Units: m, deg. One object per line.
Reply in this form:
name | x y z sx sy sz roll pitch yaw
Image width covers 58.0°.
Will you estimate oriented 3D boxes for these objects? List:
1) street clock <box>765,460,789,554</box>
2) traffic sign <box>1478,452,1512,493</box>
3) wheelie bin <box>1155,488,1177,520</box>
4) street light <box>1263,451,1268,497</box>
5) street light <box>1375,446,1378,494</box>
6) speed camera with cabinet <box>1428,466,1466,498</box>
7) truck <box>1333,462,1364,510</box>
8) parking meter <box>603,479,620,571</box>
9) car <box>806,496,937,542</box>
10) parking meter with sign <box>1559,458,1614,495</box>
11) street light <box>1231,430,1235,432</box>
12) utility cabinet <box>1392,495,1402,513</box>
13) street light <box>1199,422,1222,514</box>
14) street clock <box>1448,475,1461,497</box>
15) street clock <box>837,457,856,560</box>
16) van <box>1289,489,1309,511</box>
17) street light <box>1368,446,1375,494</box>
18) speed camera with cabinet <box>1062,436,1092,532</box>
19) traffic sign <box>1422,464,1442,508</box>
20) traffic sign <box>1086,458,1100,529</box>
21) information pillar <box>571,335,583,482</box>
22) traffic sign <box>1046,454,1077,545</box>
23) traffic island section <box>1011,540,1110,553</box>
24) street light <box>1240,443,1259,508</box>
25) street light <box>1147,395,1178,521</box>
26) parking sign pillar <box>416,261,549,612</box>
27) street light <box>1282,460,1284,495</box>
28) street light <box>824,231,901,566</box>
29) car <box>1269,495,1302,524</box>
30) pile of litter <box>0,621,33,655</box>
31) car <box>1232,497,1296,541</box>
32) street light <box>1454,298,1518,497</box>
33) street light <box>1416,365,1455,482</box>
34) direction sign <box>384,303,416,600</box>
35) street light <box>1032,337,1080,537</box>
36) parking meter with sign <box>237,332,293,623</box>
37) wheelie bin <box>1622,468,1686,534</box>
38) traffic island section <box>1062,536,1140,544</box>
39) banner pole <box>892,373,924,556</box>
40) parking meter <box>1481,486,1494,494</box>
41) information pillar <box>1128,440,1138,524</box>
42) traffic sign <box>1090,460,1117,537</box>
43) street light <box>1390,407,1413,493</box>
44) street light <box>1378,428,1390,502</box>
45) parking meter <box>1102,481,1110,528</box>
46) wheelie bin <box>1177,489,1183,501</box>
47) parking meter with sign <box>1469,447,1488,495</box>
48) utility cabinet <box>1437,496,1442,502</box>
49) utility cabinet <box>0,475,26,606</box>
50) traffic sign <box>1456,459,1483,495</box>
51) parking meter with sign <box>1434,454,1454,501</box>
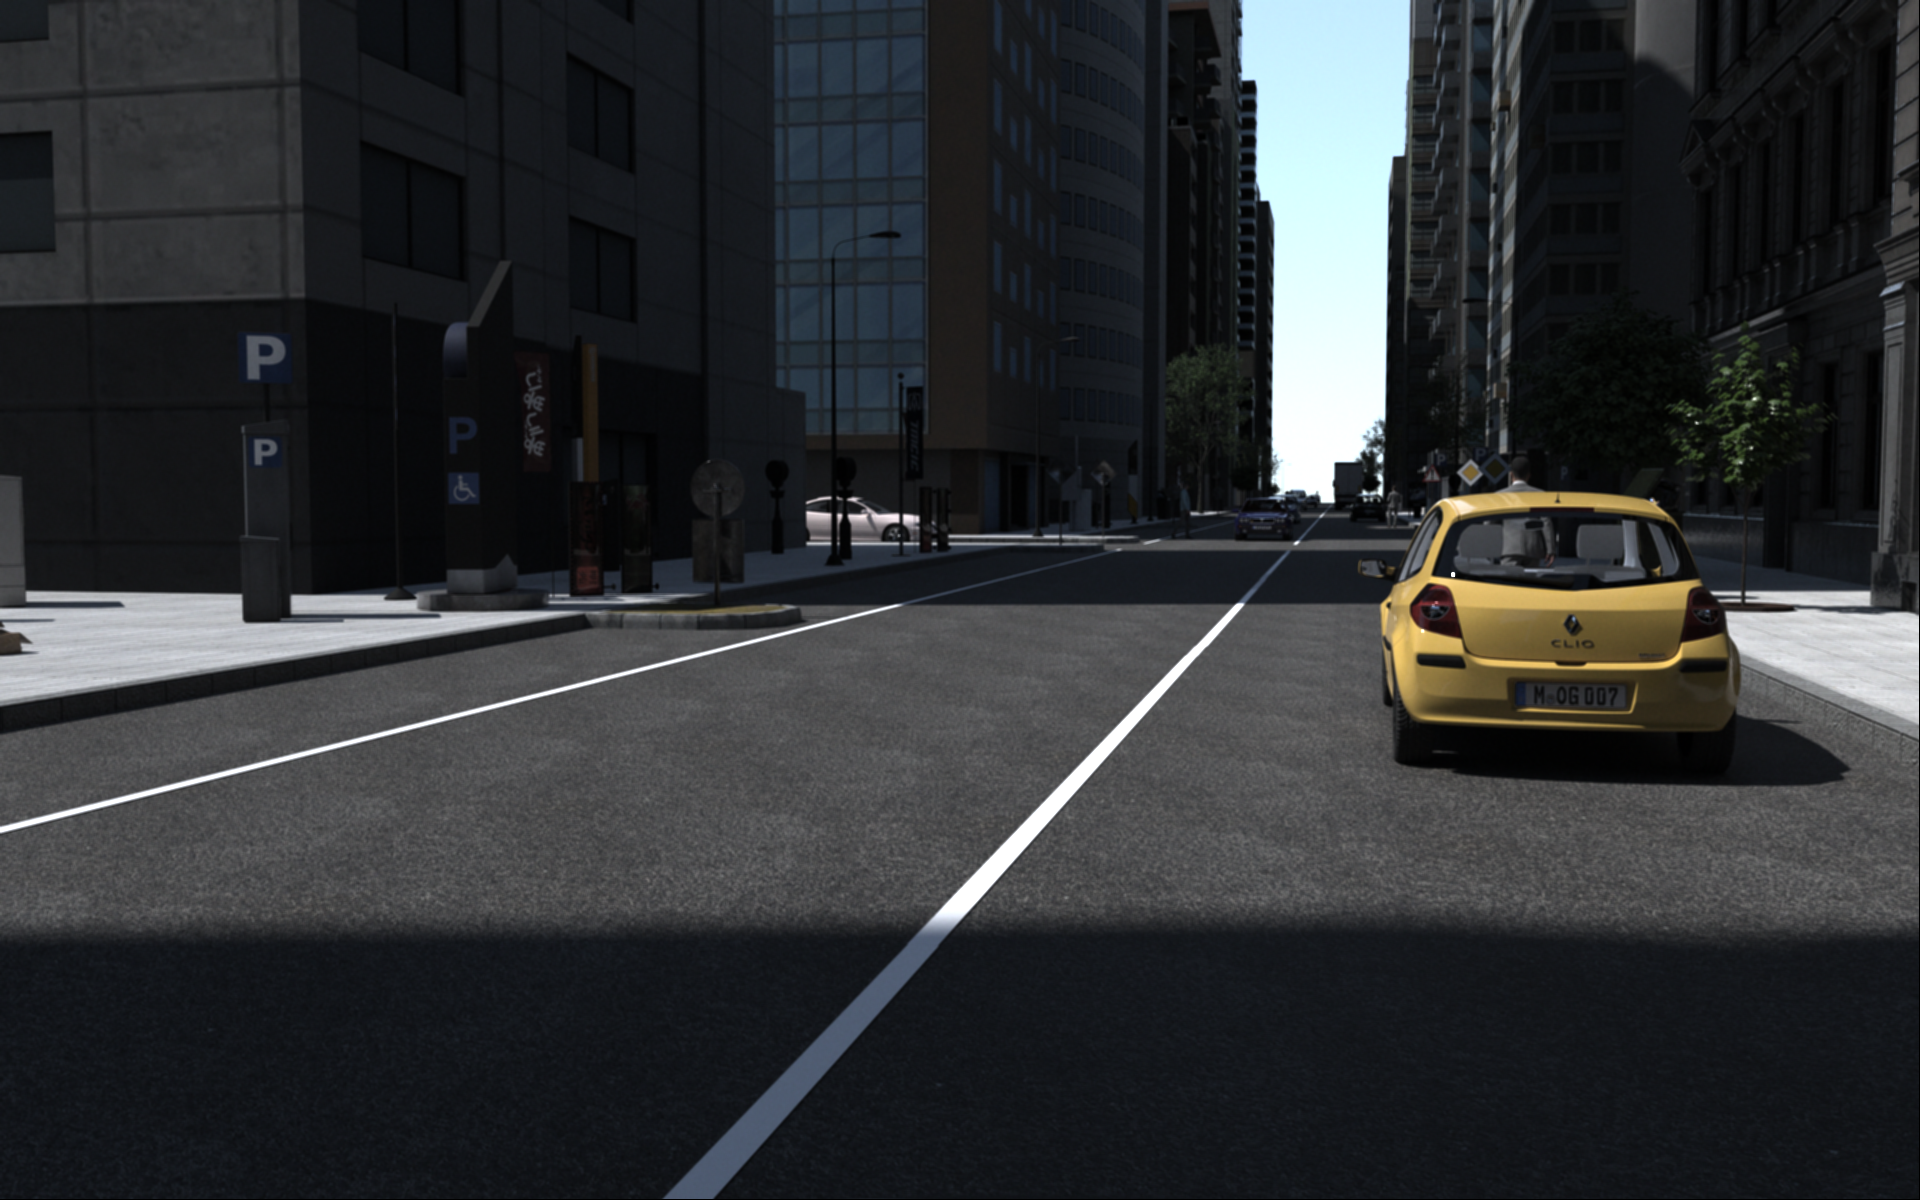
street clock | -3.917 -1.991 37.130 0.471 2.002 0.358 2 4 32
traffic sign | 12.730 -2.301 41.265 0.795 2.450 0.064 1 4 12
wheelie bin | 10.195 -4.822 86.744 0.693 1.594 0.980 2 4 32
street light | 32.543 -13.108 186.854 1.470 5.913 1.316 1 4 12
street light | 33.421 -9.974 135.623 1.470 5.913 1.316 1 4 12
speed camera with cabinet | 25.566 -5.908 90.933 0.660 3.252 2.038 -2 4 -34
truck | 35.209 -10.283 157.042 2.839 4.237 11.283 1 4 12
parking meter | -5.854 -1.249 28.837 0.372 1.533 0.369 0 3 0
car | -2.950 -2.155 47.600 4.827 1.381 2.083 1 4 12
parking meter with sign | 12.551 -2.381 35.186 1.738 3.016 0.543 -1 4 -12
street light | 19.280 -9.400 126.228 1.470 5.913 1.316 1 4 12
utility cabinet | 30.320 -6.664 120.124 0.306 1.237 1.020 3 4 38
street light | 16.134 -8.502 111.548 1.470 5.913 1.316 1 4 12
street clock | 18.433 -3.669 64.560 0.358 2.002 0.471 -2 4 -24
street clock | -2.256 -1.799 33.991 0.358 2.002 0.471 -3 4 -39
van | 29.552 -8.846 151.635 2.013 2.044 4.112 1 4 11
street light | 40.128 -11.834 166.027 1.470 5.913 1.316 1 4 12
speed camera with cabinet | 3.989 -3.982 59.445 0.660 3.252 2.038 1 4 19
traffic sign | 20.645 -4.631 75.724 0.884 2.594 0.081 1 4 18
traffic sign | 5.011 -3.867 63.233 0.884 2.594 0.081 1 4 13
information pillar | -5.683 -2.104 25.748 0.183 3.616 0.504 -1 4 -22
traffic sign | 2.535 -2.439 43.525 0.795 2.450 0.064 1 4 12
traffic island section | 2.510 -1.303 43.592 2.009 0.180 2.903 1 4 12
street light | 26.012 -11.248 156.452 1.470 5.913 1.316 1 4 12
street light | 9.529 -6.669 81.577 1.470 5.913 1.316 1 4 12
parking sign pillar | -5.388 -1.896 19.465 1.447 3.967 1.447 0 4 2
street light | 43.744 -16.203 237.463 1.470 5.913 1.316 1 4 12
street light | -1.728 -3.564 30.818 1.470 5.913 1.316 1 4 12
car | 15.663 -4.427 84.388 2.014 1.417 4.499 1 4 14
pile of litter | -8.086 0.003 13.921 1.176 0.858 1.719 0 4 -5
car | 9.551 -2.552 54.311 1.945 1.354 3.894 1 4 12
street light | 12.568 -4.188 41.007 1.470 5.913 1.316 1 4 12
street light | 17.274 -5.483 62.186 1.470 5.913 1.316 1 4 12
direction sign | -6.820 -1.774 21.001 0.379 3.537 0.876 -1 4 -20
street light | 2.866 -4.837 51.619 1.470 5.913 1.316 1 4 12
parking meter with sign | -7.236 -1.331 18.021 0.543 3.016 1.738 -1 4 -19
wheelie bin | 8.538 -0.828 21.451 0.693 1.594 0.980 0 4 -4
traffic island section | 4.229 -1.780 51.390 2.009 0.180 2.903 1 4 12
banner pole | -1.047 -2.790 35.641 0.863 3.779 0.401 3 5 42
parking meter | 16.033 -2.710 52.715 0.372 1.533 0.369 0 3 0
information pillar | 7.420 -5.072 74.280 0.504 3.616 0.183 -3 4 -39
traffic sign | 4.254 -2.916 51.323 0.795 2.450 0.064 1 4 12
street light | 23.871 -7.336 92.482 1.470 5.913 1.316 1 4 12
street light | 30.517 -9.168 122.444 1.470 5.913 1.316 1 4 12
parking meter | 5.473 -3.617 64.845 0.255 1.863 0.399 0 4 -5
wheelie bin | 12.729 -5.616 99.725 0.693 1.594 0.980 2 4 31
parking meter with sign | 19.379 -4.203 64.986 0.543 3.016 1.738 1 4 8
utility cabinet | 22.179 -4.200 79.833 0.306 1.237 1.020 0 4 7
utility cabinet | -10.959 -0.692 19.985 0.318 1.500 1.173 -2 4 -29
traffic sign | 14.449 -2.778 49.063 0.795 2.450 0.064 1 4 12
parking meter with sign | 20.820 -4.738 73.732 0.543 3.016 1.738 -1 4 -10
